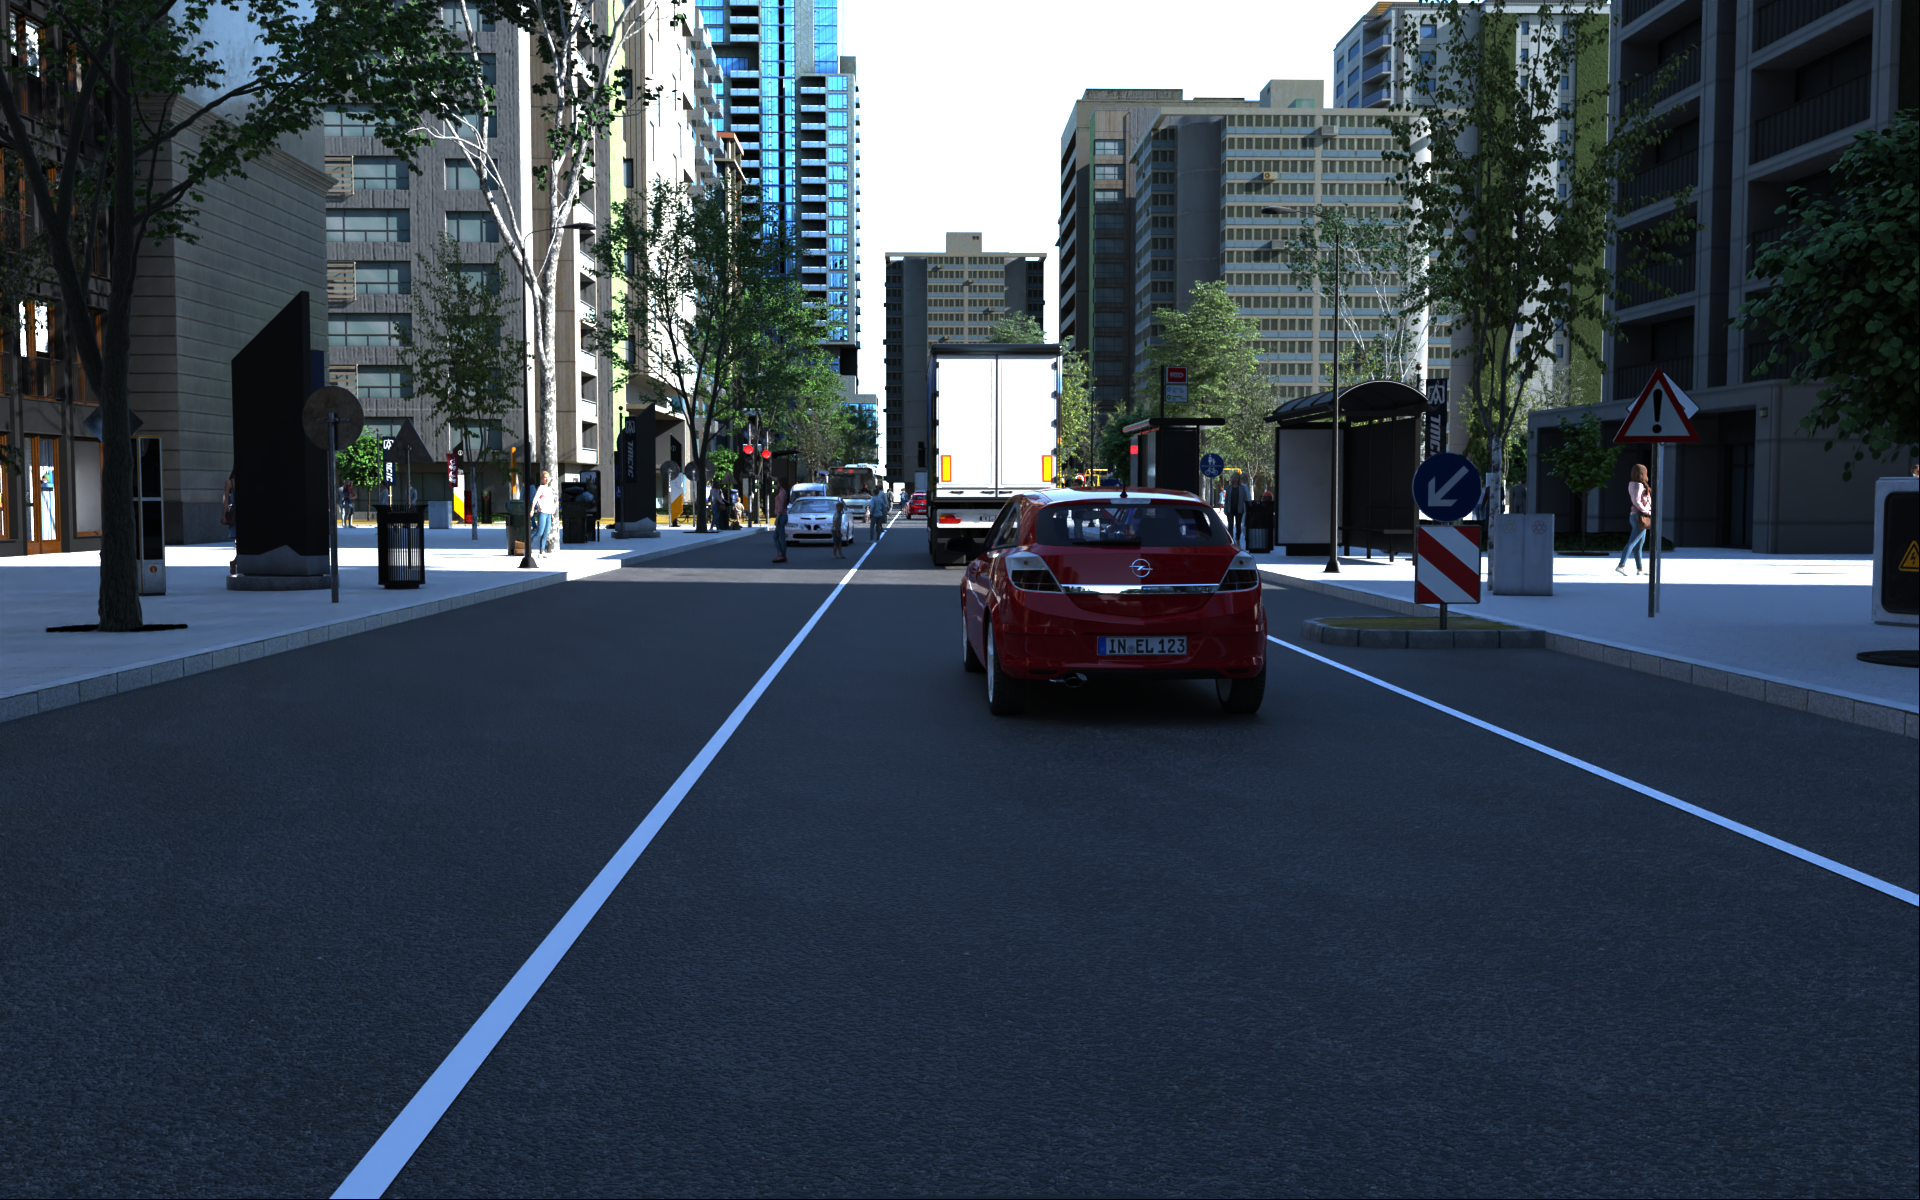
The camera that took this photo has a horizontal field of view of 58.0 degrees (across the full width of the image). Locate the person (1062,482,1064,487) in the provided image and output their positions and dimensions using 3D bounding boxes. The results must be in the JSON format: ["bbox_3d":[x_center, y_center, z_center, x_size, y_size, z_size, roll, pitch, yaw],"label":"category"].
[{"bbox_3d":[3.091,-2.734,53.469,0.678,1.792,0.850,2,4,26],"label":"person"}]

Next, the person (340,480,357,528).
[{"bbox_3d":[-22.982,-3.613,65.093,0.573,1.828,0.580,-1,4,-12],"label":"person"}]

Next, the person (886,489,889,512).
[{"bbox_3d":[-5.199,-7.163,125.627,0.555,1.821,0.388,-1,4,-14],"label":"person"}]

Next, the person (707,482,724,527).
[{"bbox_3d":[-9.426,-3.676,66.538,0.661,1.777,0.834,1,4,18],"label":"person"}]

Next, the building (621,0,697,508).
[{"bbox_3d":[-33.073,-32.408,119.108,28.713,52.752,27.495,0,4,-2],"label":"building"}]

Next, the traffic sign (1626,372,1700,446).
[{"bbox_3d":[7.572,-1.157,18.658,0.795,2.593,0.064,0,4,1],"label":"traffic sign"}]

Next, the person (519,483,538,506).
[{"bbox_3d":[-16.528,-3.659,66.547,0.598,1.740,0.731,3,4,39],"label":"person"}]

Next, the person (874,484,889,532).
[{"bbox_3d":[-2.963,-3.417,64.592,0.478,1.798,0.641,3,5,45],"label":"person"}]

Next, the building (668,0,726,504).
[{"bbox_3d":[-34.292,-33.291,163.920,23.786,49.044,30.456,0,4,-2],"label":"building"}]

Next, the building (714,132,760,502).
[{"bbox_3d":[-38.380,-33.544,203.068,28.867,44.769,22.147,0,4,-2],"label":"building"}]

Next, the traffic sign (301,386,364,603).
[{"bbox_3d":[-7.379,-1.240,20.376,0.768,2.556,0.104,0,4,6],"label":"traffic sign"}]

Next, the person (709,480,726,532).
[{"bbox_3d":[-8.222,-3.157,58.255,0.643,1.750,0.593,-3,4,-36],"label":"person"}]

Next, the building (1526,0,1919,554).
[{"bbox_3d":[27.381,-36.780,39.603,20.563,71.187,20.611,0,4,-2],"label":"building"}]

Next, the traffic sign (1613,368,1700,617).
[{"bbox_3d":[7.198,-1.098,17.959,0.884,2.594,0.081,0,4,2],"label":"traffic sign"}]

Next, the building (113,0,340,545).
[{"bbox_3d":[-31.785,-15.347,48.181,25.104,27.353,12.463,0,4,-2],"label":"building"}]

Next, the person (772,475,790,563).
[{"bbox_3d":[-3.734,-1.692,36.180,0.388,1.821,0.555,0,4,-3],"label":"person"}]

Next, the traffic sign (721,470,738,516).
[{"bbox_3d":[-12.151,-5.578,91.210,0.884,2.594,0.081,0,4,-1],"label":"traffic sign"}]

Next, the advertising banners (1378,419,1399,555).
[{"bbox_3d":[9.260,-2.526,37.493,0.090,3.025,2.074,0,4,2],"label":"advertising banners"}]

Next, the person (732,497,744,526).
[{"bbox_3d":[-9.185,-3.601,71.648,0.475,1.303,0.640,-2,4,-25],"label":"person"}]

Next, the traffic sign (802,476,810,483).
[{"bbox_3d":[-10.947,-7.554,123.509,0.884,2.594,0.081,0,4,3],"label":"traffic sign"}]

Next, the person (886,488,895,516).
[{"bbox_3d":[-4.595,-6.455,114.137,0.679,1.850,0.850,2,4,23],"label":"person"}]

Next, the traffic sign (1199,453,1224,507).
[{"bbox_3d":[7.799,-3.282,53.766,0.768,2.556,0.104,0,4,2],"label":"traffic sign"}]

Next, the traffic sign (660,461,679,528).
[{"bbox_3d":[-11.060,-4.027,65.941,0.768,2.556,0.104,0,4,6],"label":"traffic sign"}]

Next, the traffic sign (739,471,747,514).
[{"bbox_3d":[-11.378,-5.638,92.283,0.768,2.556,0.104,0,4,2],"label":"traffic sign"}]

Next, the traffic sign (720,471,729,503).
[{"bbox_3d":[-12.352,-5.655,92.469,0.884,2.594,0.081,0,4,-1],"label":"traffic sign"}]

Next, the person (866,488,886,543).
[{"bbox_3d":[-2.456,-2.472,50.731,0.589,1.601,0.330,-3,4,-36],"label":"person"}]

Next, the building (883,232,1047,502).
[{"bbox_3d":[0.535,-34.721,259.567,23.993,40.220,32.217,0,4,-2],"label":"building"}]

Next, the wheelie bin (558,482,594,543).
[{"bbox_3d":[-10.019,-2.276,45.118,0.980,1.594,0.693,0,4,-8],"label":"wheelie bin"}]

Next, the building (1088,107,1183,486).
[{"bbox_3d":[20.719,-30.756,186.451,14.154,41.232,14.086,0,4,-2],"label":"building"}]

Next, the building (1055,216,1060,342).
[{"bbox_3d":[27.344,-36.813,256.519,28.867,44.769,22.147,0,4,-2],"label":"building"}]

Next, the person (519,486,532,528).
[{"bbox_3d":[-14.896,-3.299,59.836,0.661,1.843,0.795,-3,5,-43],"label":"person"}]

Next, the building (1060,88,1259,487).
[{"bbox_3d":[23.311,-35.499,204.111,21.300,48.544,21.600,0,4,-2],"label":"building"}]

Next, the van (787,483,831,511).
[{"bbox_3d":[-5.677,-3.549,65.036,2.013,2.044,4.112,0,4,0],"label":"van"}]

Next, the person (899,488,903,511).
[{"bbox_3d":[-4.874,-8.368,144.684,0.474,1.900,0.648,0,4,-6],"label":"person"}]

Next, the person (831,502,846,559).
[{"bbox_3d":[-2.699,-1.548,38.492,0.332,1.250,0.352,-3,5,-41],"label":"person"}]

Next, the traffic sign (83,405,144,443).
[{"bbox_3d":[-10.917,-1.383,22.353,0.795,2.593,0.064,0,4,2],"label":"traffic sign"}]

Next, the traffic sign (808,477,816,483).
[{"bbox_3d":[-10.905,-7.740,126.651,0.768,2.556,0.104,0,4,3],"label":"traffic sign"}]

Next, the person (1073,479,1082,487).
[{"bbox_3d":[2.790,-2.035,41.966,0.583,1.804,0.606,-1,4,-20],"label":"person"}]

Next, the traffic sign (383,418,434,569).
[{"bbox_3d":[-9.423,-1.810,29.590,0.884,2.594,0.081,0,4,1],"label":"traffic sign"}]

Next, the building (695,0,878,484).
[{"bbox_3d":[-27.642,-57.535,253.367,31.000,86.520,22.319,0,4,-2],"label":"building"}]

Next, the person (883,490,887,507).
[{"bbox_3d":[-4.968,-6.221,110.967,0.760,1.731,0.466,-1,4,-16],"label":"person"}]

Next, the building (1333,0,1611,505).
[{"bbox_3d":[60.503,-40.599,205.790,28.212,58.520,21.231,0,4,-2],"label":"building"}]

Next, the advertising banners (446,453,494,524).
[{"bbox_3d":[-21.107,-4.795,74.578,2.074,3.025,0.090,0,4,5],"label":"advertising banners"}]

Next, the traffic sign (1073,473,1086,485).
[{"bbox_3d":[7.238,-6.425,105.161,0.768,2.556,0.104,0,4,1],"label":"traffic sign"}]

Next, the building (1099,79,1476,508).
[{"bbox_3d":[29.876,-29.043,166.727,32.217,40.220,23.993,0,4,-2],"label":"building"}]

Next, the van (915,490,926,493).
[{"bbox_3d":[-4.502,-11.691,198.166,2.013,2.044,4.112,0,4,-1],"label":"van"}]

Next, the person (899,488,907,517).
[{"bbox_3d":[-3.523,-6.194,109.788,0.654,1.822,0.581,-3,5,-39],"label":"person"}]

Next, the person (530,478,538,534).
[{"bbox_3d":[-13.875,-3.054,56.235,0.793,1.790,0.793,-3,5,-41],"label":"person"}]

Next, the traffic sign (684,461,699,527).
[{"bbox_3d":[-10.313,-4.097,67.100,0.768,2.556,0.104,0,4,8],"label":"traffic sign"}]

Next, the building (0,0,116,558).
[{"bbox_3d":[-25.328,-12.353,31.648,12.332,23.373,15.834,0,4,-2],"label":"building"}]

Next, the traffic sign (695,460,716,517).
[{"bbox_3d":[-9.434,-3.917,64.148,0.768,2.556,0.104,0,4,6],"label":"traffic sign"}]

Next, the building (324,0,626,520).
[{"bbox_3d":[-25.688,-24.898,90.679,14.154,41.232,14.086,0,4,-2],"label":"building"}]
